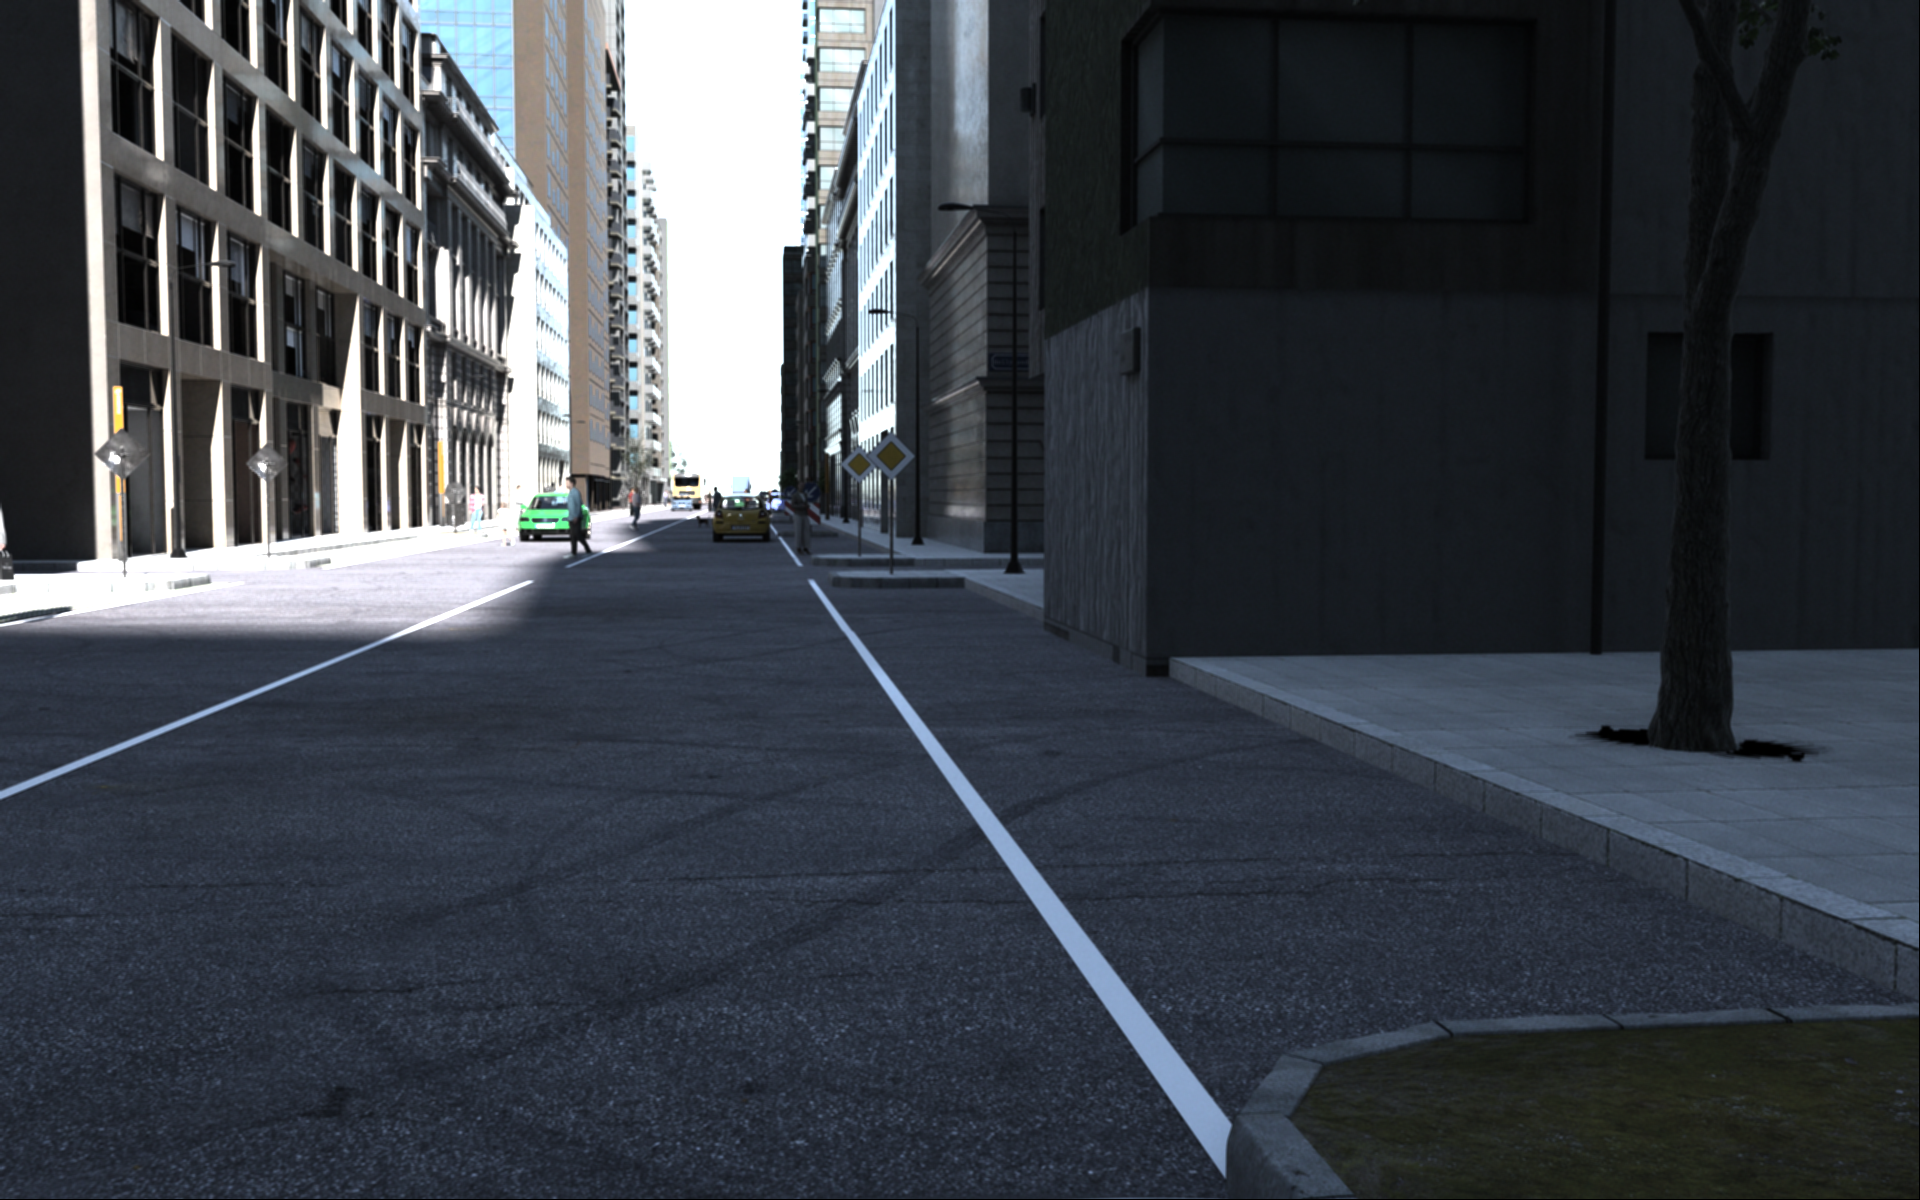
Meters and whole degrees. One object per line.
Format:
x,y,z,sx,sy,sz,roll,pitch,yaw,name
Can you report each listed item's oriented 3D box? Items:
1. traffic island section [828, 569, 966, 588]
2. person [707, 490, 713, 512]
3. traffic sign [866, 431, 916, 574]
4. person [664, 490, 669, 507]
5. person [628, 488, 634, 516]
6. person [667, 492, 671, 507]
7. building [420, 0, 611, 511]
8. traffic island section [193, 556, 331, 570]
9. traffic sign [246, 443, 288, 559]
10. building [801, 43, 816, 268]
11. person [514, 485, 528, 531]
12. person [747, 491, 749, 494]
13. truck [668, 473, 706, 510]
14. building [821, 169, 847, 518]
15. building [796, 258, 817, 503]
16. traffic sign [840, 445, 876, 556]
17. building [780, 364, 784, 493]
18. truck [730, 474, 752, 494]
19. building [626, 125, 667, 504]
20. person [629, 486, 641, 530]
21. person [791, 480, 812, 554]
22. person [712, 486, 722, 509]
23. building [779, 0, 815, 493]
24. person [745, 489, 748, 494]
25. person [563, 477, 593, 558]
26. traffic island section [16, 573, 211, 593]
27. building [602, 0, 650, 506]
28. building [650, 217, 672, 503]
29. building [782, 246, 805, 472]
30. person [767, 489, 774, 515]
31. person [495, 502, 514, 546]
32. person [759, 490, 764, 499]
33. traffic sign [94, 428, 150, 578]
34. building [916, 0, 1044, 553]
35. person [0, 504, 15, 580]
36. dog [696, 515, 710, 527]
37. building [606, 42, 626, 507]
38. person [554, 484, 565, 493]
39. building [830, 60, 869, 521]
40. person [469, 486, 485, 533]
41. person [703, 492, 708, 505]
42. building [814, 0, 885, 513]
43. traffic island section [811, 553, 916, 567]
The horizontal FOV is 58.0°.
-1.078,-0.336,27.779,2.009,0.180,2.903,0,4,-7,traffic island section
-20.486,-8.165,142.128,0.705,1.807,1.348,1,4,13,person
-1.101,-1.471,27.699,0.795,2.450,0.064,0,4,-7,traffic sign
-31.113,-10.732,183.832,0.599,1.838,0.709,0,4,5,person
-21.092,-6.308,111.573,0.705,1.831,1.348,1,4,15,person
-33.167,-11.481,197.006,0.721,1.735,1.217,-3,4,-36,person
-36.855,-30.213,144.088,14.600,45.320,14.200,0,4,-7,building
-13.704,-0.734,34.289,2.009,0.180,2.903,0,4,-7,traffic island section
-13.681,-1.871,34.231,0.795,2.450,0.064,0,4,-7,traffic sign
-4.233,-33.758,171.553,23.786,49.044,30.456,0,4,-7,building
-17.009,-3.575,67.147,0.583,1.804,0.606,-1,4,-18,person
-22.192,-10.494,180.809,0.721,1.736,1.217,2,4,35,person
-25.341,-10.084,160.797,3.469,3.379,9.791,-1,4,-9,truck
-2.886,-15.467,102.030,9.793,20.994,18.267,0,4,-7,building
0.760,-18.231,143.121,27.650,21.520,28.899,0,4,-7,building
-2.071,-1.956,35.625,0.795,2.450,0.064,0,4,-7,traffic sign
-9.254,-23.281,225.678,27.650,21.520,28.899,0,4,-7,building
-27.874,-14.162,221.308,2.967,4.110,18.799,0,4,-8,truck
-50.691,-37.021,224.902,23.786,49.044,30.456,0,4,-7,building
-12.838,-3.626,68.463,0.731,1.740,0.598,3,4,39,person
-3.757,-1.966,41.197,0.519,1.759,0.362,-3,5,-43,person
-11.639,-4.548,82.958,0.391,1.810,0.635,1,4,17,person
-15.170,-57.518,253.089,22.319,86.520,31.000,0,4,-7,building
-16.506,-7.645,133.455,0.705,1.831,1.348,-2,4,-27,person
-8.562,-1.852,38.792,0.620,1.820,0.660,-2,4,-32,person
-12.734,-0.250,26.363,2.009,0.180,2.903,0,4,-7,traffic island section
-46.679,-46.531,199.040,20.563,71.187,20.611,0,4,-7,building
-48.948,-34.520,247.991,14.154,41.232,14.086,0,4,-7,building
-13.759,-26.393,203.233,14.160,30.474,14.107,0,4,-7,building
-12.672,-6.571,116.465,0.721,1.766,1.217,-1,4,-14,person
-12.635,-2.110,48.008,0.382,1.210,0.505,3,5,40,person
-21.357,-10.882,186.285,0.599,1.838,0.709,2,4,27,person
-12.711,-1.386,26.304,0.795,2.450,0.064,0,4,-7,traffic sign
16.699,-13.752,43.923,34.723,24.649,14.460,0,4,-7,building
-10.495,-0.607,18.611,0.709,1.800,0.728,-1,4,-11,person
-11.187,-3.430,75.367,0.540,0.507,0.406,-2,4,-28,dog
-43.788,-31.210,164.913,22.147,44.769,28.867,0,4,-7,building
-16.692,-3.916,72.394,0.638,1.841,0.748,0,4,4,person
1.220,-14.596,80.447,13.314,21.916,24.055,0,4,-7,building
-17.641,-3.298,63.261,0.563,1.720,0.643,-2,4,-27,person
-33.488,-13.400,228.147,0.990,1.755,0.434,2,4,28,person
-3.086,-26.718,120.439,14.154,41.232,14.086,0,4,-7,building
-2.048,-0.821,35.705,2.009,0.180,2.903,0,4,-7,traffic island section
